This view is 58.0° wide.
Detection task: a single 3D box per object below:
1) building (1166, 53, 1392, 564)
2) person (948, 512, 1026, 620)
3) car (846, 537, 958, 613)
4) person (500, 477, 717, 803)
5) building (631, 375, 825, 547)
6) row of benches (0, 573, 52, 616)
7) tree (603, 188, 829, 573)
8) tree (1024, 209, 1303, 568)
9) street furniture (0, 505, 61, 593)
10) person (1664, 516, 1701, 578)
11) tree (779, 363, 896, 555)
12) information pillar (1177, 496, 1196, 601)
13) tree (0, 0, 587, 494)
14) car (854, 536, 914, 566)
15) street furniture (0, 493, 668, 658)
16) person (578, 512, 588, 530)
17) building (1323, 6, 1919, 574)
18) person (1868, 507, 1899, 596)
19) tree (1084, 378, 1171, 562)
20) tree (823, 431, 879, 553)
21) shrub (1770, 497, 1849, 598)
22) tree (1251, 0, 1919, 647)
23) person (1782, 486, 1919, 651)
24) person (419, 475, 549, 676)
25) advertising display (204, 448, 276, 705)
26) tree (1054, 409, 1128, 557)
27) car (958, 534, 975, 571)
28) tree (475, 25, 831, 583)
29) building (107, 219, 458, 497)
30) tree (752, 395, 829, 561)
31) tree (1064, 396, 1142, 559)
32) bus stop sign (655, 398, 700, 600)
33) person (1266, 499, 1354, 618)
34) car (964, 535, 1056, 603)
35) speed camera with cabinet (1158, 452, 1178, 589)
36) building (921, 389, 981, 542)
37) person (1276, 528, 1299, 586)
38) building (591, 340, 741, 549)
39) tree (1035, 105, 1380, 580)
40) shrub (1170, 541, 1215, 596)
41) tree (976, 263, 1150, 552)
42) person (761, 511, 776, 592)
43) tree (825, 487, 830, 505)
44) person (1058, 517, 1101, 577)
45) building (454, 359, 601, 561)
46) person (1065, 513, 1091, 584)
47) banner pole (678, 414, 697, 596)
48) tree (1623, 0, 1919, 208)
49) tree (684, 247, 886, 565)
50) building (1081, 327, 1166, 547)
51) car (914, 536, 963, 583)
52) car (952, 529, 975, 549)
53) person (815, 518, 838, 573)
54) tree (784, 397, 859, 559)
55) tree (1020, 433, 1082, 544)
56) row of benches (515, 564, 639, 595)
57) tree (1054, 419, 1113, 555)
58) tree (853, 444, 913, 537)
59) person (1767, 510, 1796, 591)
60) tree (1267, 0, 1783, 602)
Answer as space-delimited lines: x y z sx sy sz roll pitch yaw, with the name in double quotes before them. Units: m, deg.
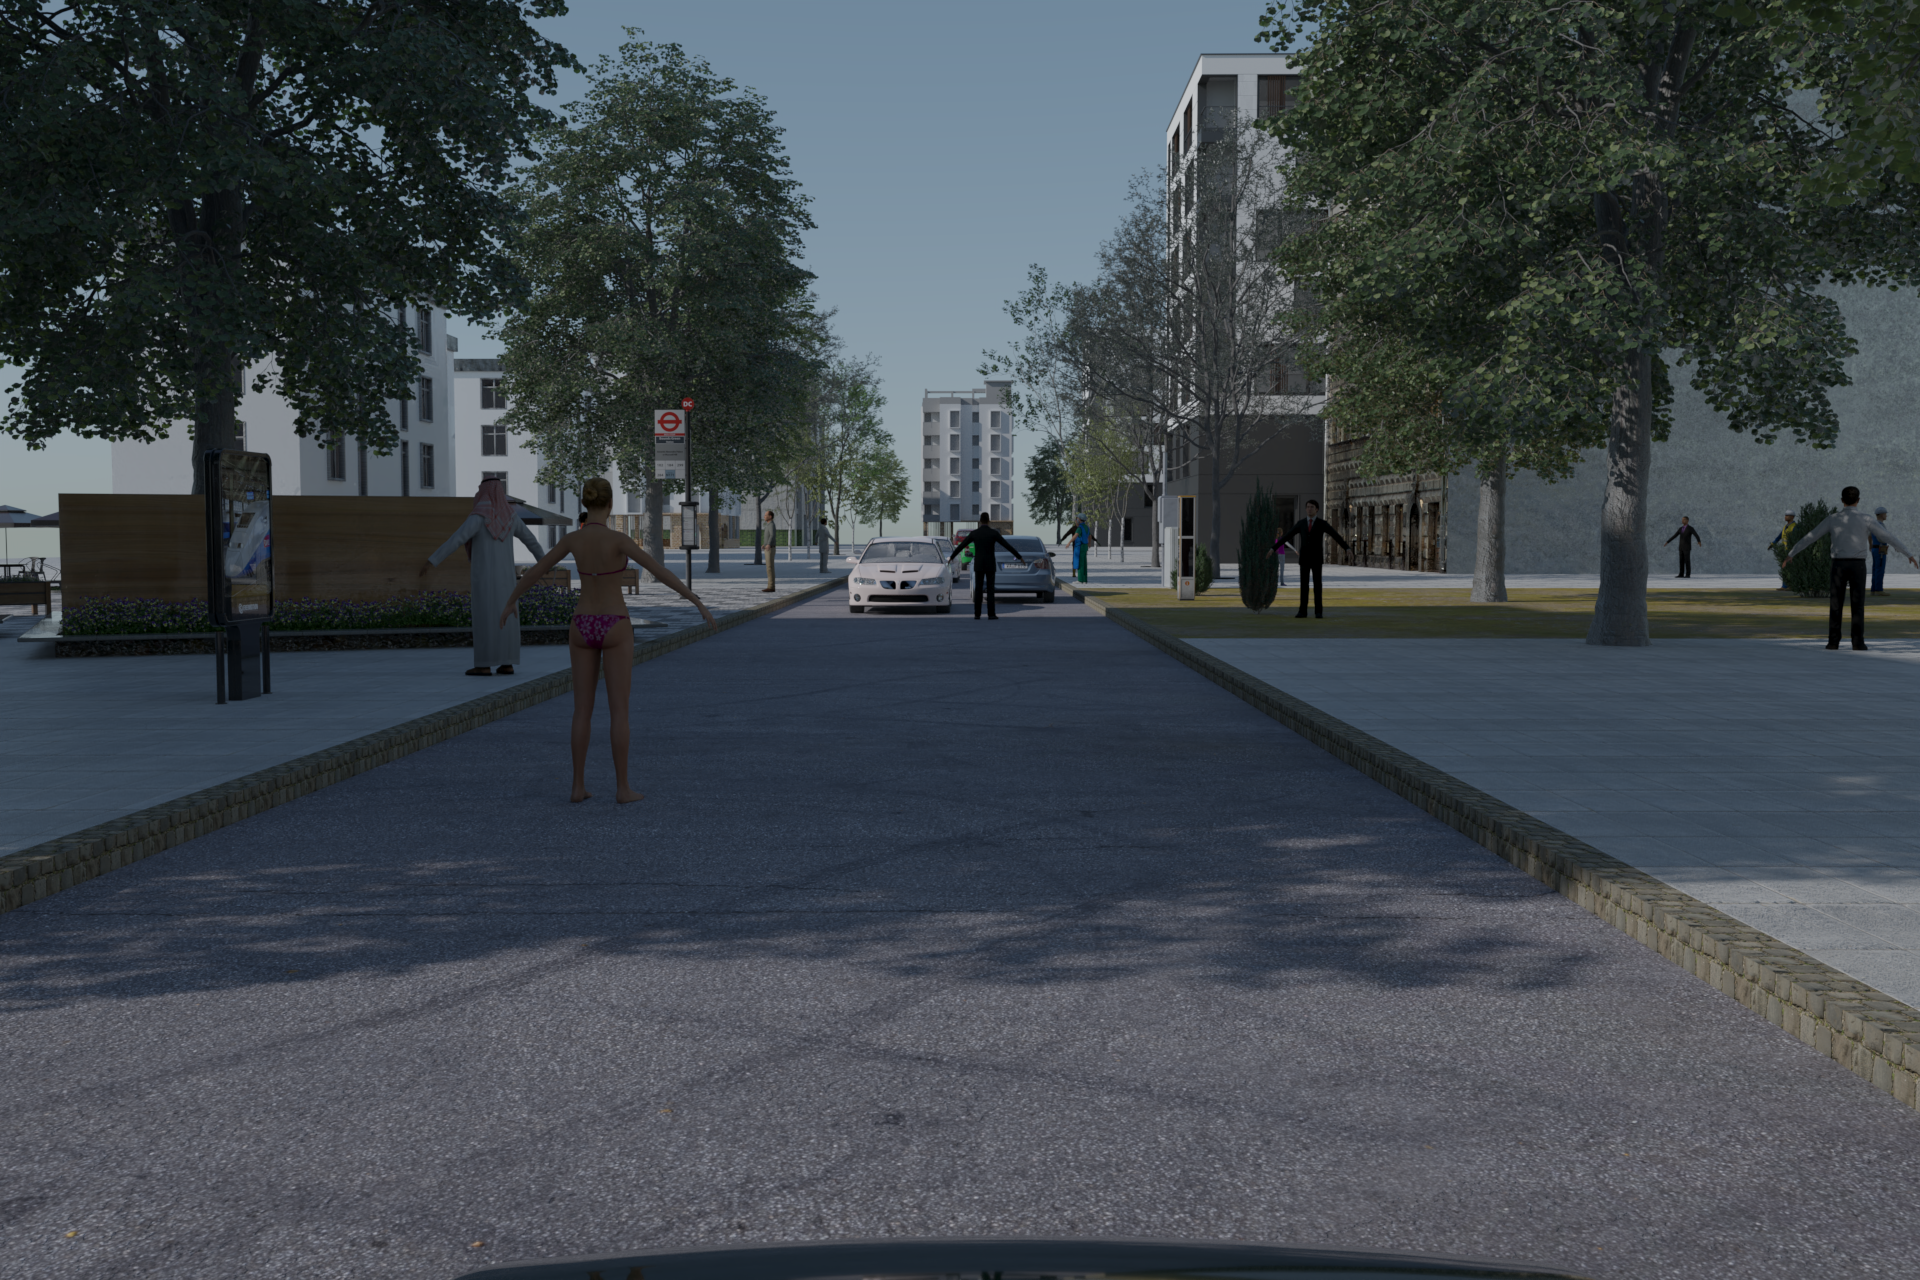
"building" 24.403 -15.055 90.128 27.936 21.610 32.646 0 4 1
"person" 0.426 -1.246 29.050 1.346 1.802 0.704 1 4 14
"car" -1.082 -1.256 32.892 2.083 1.381 4.827 0 4 0
"person" -1.907 -0.004 9.320 1.217 1.733 0.721 1 4 8
"building" -24.867 -19.889 191.636 16.747 18.905 31.486 0 4 1
"row of benches" -15.729 -0.642 25.958 1.422 0.672 4.104 3 5 42
"tree" -8.086 -8.521 57.439 7.486 12.596 7.792 0 3 0
"tree" 7.428 -9.530 66.190 12.009 13.543 11.850 0 3 0
"street furniture" -32.863 -1.962 37.109 27.439 1.986 14.083 1 4 8
"person" 21.152 -2.713 50.581 0.704 1.802 1.346 -2 4 -24
"tree" -7.608 -10.942 104.664 9.928 11.665 9.643 0 3 0
"information pillar" 4.363 -1.766 33.371 0.304 2.012 0.304 0 4 -1
"tree" -8.765 -6.926 19.899 9.857 13.997 8.962 0 3 0
"car" -1.821 -2.129 47.170 2.083 1.381 4.827 0 4 0
"street furniture" -7.144 -0.877 21.202 11.010 1.723 9.812 -2 4 -25
"person" -9.051 -2.192 41.981 0.704 1.843 1.345 -1 4 -21
"building" 24.735 -14.245 63.841 19.493 23.208 18.063 0 3 0
"person" 19.134 -1.843 35.988 0.705 1.847 1.347 0 4 6
"tree" 7.278 -7.828 78.350 4.360 8.622 3.978 0 3 0
"tree" -7.389 -10.285 118.527 4.737 8.622 4.395 0 3 0
"shrub" 17.351 -1.874 35.065 1.690 2.028 1.600 0 3 0
"tree" 7.701 -6.920 19.794 9.857 13.997 8.962 0 3 0
"person" 9.830 -0.795 19.158 1.344 1.810 0.704 2 4 32
"person" -4.271 -0.589 15.771 0.704 1.811 1.347 3 5 42
"advertising display" -5.573 -0.503 13.442 0.123 1.923 0.974 0 4 0
"tree" 7.558 -8.976 97.128 4.737 8.622 4.395 0 3 0
"car" 0.909 -3.703 69.334 1.959 1.807 4.718 0 4 0
"tree" -8.052 -8.491 45.488 9.857 13.997 8.962 0 3 0
"building" -22.201 -7.225 60.275 9.099 9.664 28.070 0 4 0
"tree" -8.112 -8.082 82.511 4.360 8.622 3.978 0 3 0
"tree" 7.522 -8.408 87.838 4.737 8.622 4.395 0 3 0
"bus stop sign" -5.540 -2.769 33.984 0.855 3.939 0.416 0 4 0
"person" 5.349 -1.237 26.408 1.347 1.806 0.705 2 4 26
"car" 1.103 -1.557 37.456 2.014 1.417 4.499 0 4 0
"speed camera with cabinet" 5.168 -2.876 41.356 0.660 3.252 2.038 0 4 -1
"building" -4.560 -21.969 218.076 11.380 20.090 16.016 1 4 10
"person" 7.962 -2.064 43.005 0.991 1.433 0.599 3 5 41
"building" -25.578 -17.911 149.267 16.016 20.090 11.380 0 3 0
"tree" 7.405 -8.481 49.030 12.009 13.543 11.850 0 3 0
"shrub" 4.838 -1.524 36.028 1.383 1.207 1.383 0 3 0
"tree" 7.460 -16.216 121.028 12.611 20.169 13.585 0 3 0
"person" -4.230 -1.960 38.314 0.705 1.796 1.348 -1 4 -10
"tree" -19.711 -17.634 214.078 9.928 11.665 9.643 0 3 0
"person" 3.533 -2.775 51.504 1.346 1.812 0.704 -1 4 -16
"building" -24.622 -9.471 97.003 9.099 9.664 28.070 0 4 0
"person" 3.098 -2.346 44.476 0.704 1.817 1.347 2 4 30
"banner pole" -5.669 -2.824 36.189 0.401 3.779 0.863 0 3 0
"tree" 7.026 -5.530 8.535 7.486 12.596 7.792 0 3 0
"tree" -8.268 -9.867 71.691 12.009 13.543 11.850 0 3 0
"building" 26.968 -21.010 187.489 27.936 21.610 32.646 0 4 1
"car" -0.938 -2.449 52.397 2.083 1.381 4.827 0 4 1
"car" 0.543 -6.942 122.168 2.281 1.827 5.304 0 4 1
"person" -4.444 -3.105 56.945 0.705 1.806 1.347 -3 4 -36
"tree" -7.574 -8.456 88.621 4.737 8.622 4.395 0 3 0
"tree" 12.482 -18.962 216.683 9.857 13.997 8.962 0 3 0
"row of benches" -8.738 -1.247 35.858 4.104 0.672 1.422 -2 4 -26
"tree" 7.722 -9.479 105.348 4.360 8.622 3.978 0 3 0
"tree" -9.489 -18.250 216.522 7.486 12.596 7.792 0 3 0
"person" 18.695 -2.027 39.104 0.705 1.833 1.349 0 4 -4
"tree" 10.006 -7.700 32.543 9.857 13.997 8.962 0 3 0
